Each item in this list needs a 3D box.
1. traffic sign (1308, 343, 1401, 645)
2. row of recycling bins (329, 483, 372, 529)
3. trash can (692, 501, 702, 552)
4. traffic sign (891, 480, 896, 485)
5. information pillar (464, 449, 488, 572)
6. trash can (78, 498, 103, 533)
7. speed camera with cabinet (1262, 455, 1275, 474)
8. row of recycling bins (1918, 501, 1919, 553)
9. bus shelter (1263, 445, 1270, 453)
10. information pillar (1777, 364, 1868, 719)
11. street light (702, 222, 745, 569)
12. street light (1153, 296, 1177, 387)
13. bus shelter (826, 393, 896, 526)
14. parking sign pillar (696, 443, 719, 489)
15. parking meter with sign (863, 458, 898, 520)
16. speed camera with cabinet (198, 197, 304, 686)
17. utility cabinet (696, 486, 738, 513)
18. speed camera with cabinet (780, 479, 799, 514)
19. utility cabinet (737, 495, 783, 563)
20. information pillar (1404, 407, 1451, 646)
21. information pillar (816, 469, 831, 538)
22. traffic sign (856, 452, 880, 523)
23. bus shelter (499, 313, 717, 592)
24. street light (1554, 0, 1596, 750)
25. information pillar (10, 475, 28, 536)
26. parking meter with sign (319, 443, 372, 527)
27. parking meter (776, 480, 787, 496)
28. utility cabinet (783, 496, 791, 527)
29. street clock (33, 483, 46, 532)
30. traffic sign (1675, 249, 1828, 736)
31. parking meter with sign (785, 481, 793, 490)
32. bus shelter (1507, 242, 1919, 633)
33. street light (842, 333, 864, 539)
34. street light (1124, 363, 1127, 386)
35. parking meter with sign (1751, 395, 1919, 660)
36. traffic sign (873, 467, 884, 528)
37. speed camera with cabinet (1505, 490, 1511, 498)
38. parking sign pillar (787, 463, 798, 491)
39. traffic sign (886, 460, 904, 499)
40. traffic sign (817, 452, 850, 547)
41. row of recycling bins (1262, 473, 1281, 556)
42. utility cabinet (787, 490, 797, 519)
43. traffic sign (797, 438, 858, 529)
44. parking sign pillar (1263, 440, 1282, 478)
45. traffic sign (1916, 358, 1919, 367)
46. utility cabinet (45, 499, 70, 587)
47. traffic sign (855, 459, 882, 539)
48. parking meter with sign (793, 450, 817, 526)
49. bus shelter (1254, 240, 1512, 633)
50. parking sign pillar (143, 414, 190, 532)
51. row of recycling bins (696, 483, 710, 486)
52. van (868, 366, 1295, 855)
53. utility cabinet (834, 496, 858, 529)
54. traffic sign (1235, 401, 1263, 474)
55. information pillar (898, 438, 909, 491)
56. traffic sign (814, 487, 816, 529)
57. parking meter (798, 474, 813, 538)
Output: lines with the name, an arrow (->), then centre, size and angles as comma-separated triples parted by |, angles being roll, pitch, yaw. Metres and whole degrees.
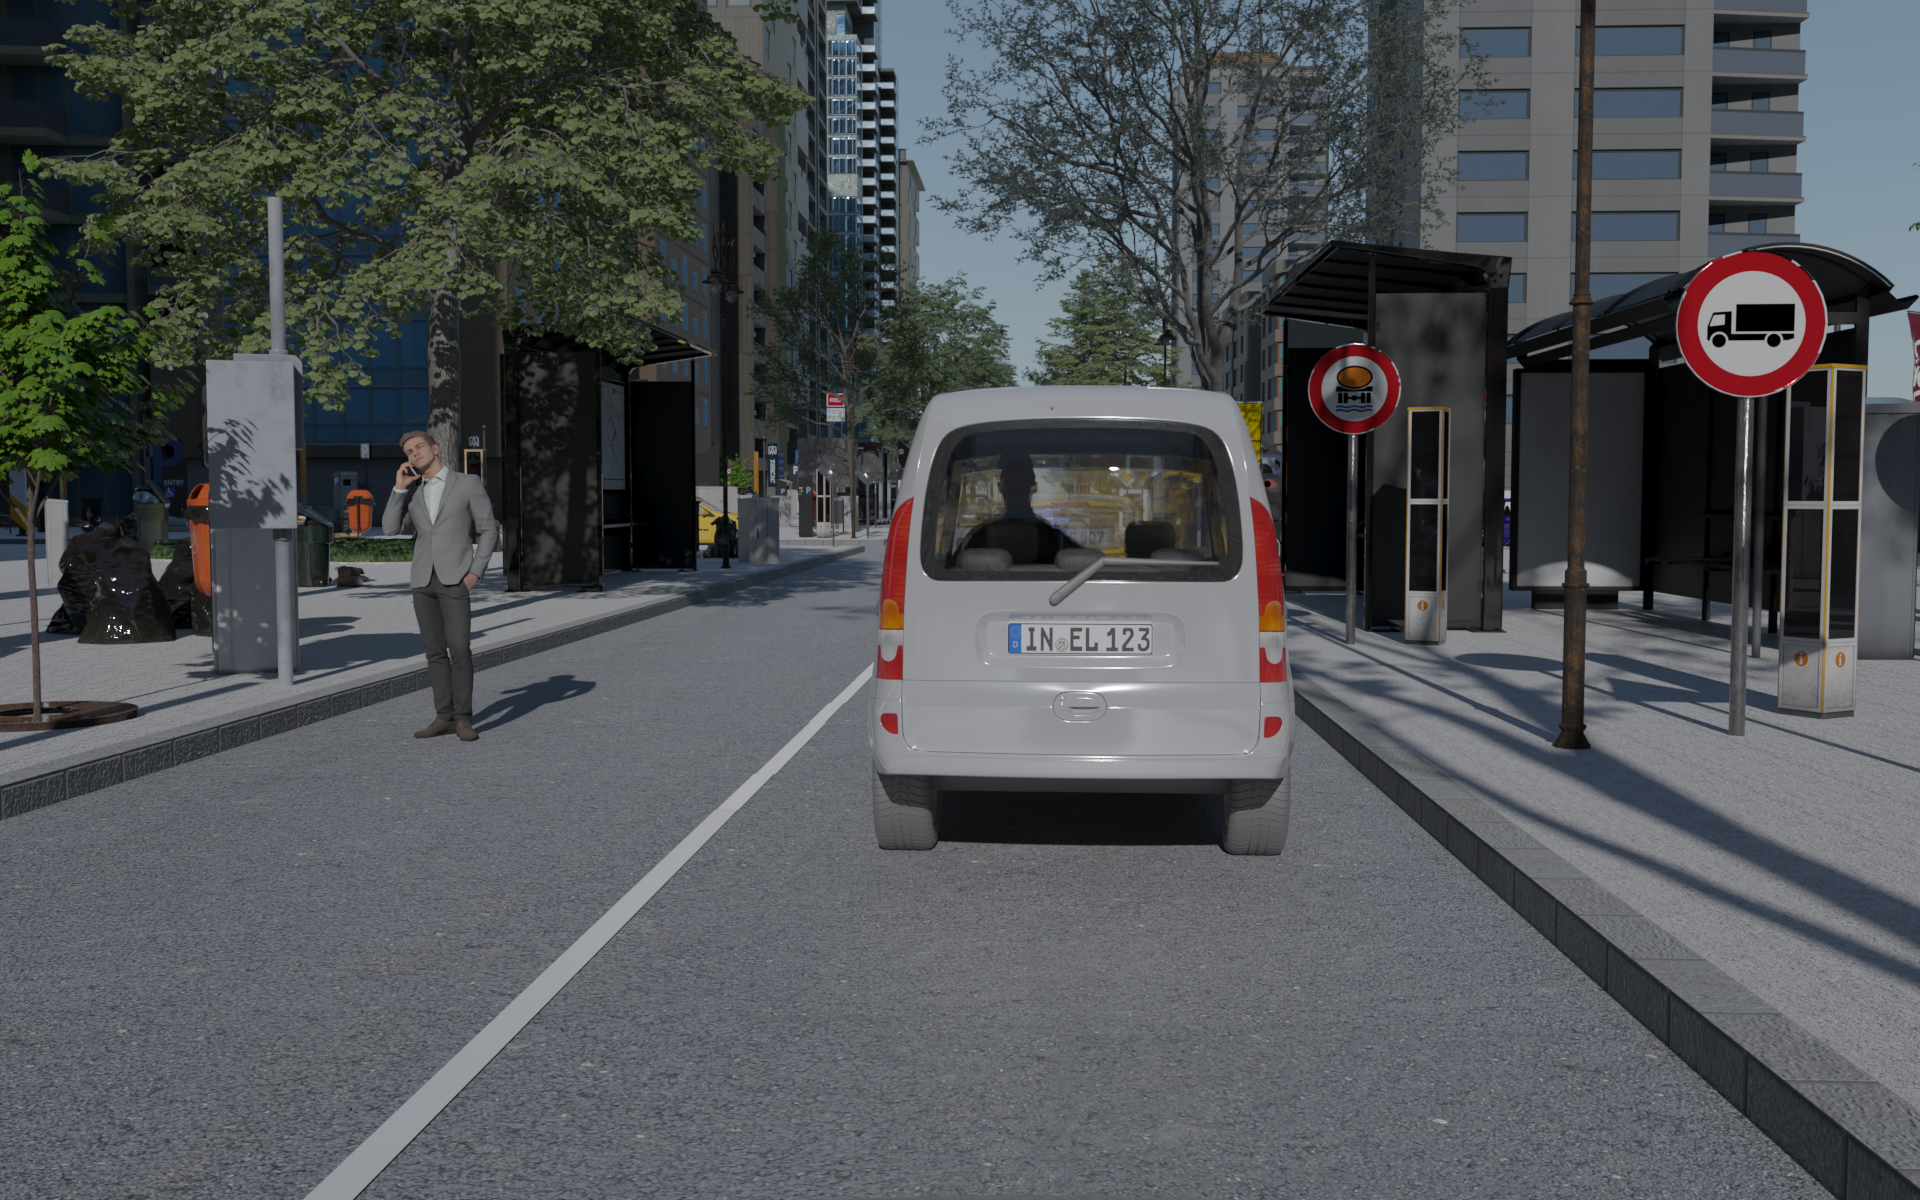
traffic sign -> 3.337, -0.894, 14.726 | 0.768, 2.556, 0.104 | 1, 4, 8
row of recycling bins -> -22.196, -3.419, 63.008 | 1.069, 1.692, 3.534 | 0, 4, -6
trash can -> -5.860, -1.544, 36.904 | 0.748, 1.137, 0.748 | 0, 3, 0
traffic sign -> -2.898, -4.683, 78.694 | 0.606, 2.300, 0.079 | 1, 4, 13
information pillar -> -7.979, -1.472, 28.567 | 0.304, 2.012, 0.304 | 0, 4, -5
trash can -> -28.933, -2.816, 57.691 | 0.748, 1.137, 0.748 | 0, 3, 0
speed camera with cabinet -> 6.428, -2.838, 40.739 | 2.038, 3.252, 0.660 | -2, 4, -28
row of recycling bins -> 22.409, -1.906, 38.274 | 3.534, 1.692, 1.069 | 0, 4, -6
bus shelter -> 10.080, -4.292, 64.090 | 2.014, 3.302, 5.546 | 0, 4, 3
information pillar -> 4.964, -0.336, 9.984 | 0.304, 2.012, 0.304 | -2, 4, -28
street light -> -4.041, -3.483, 29.738 | 0.468, 5.910, 1.993 | 0, 4, 3
street light -> 4.764, -4.130, 40.317 | 0.468, 5.910, 1.993 | 0, 4, 3
bus shelter -> -4.087, -5.735, 71.401 | 2.179, 5.291, 8.768 | 0, 4, 3
parking sign pillar -> -13.266, -6.245, 90.581 | 1.447, 3.967, 1.447 | -2, 4, -28
parking meter with sign -> -3.862, -5.374, 84.118 | 1.738, 3.016, 0.543 | 1, 4, 9
speed camera with cabinet -> -5.005, -1.094, 12.222 | 0.660, 3.252, 2.038 | -1, 4, -22
utility cabinet -> -7.058, -2.545, 50.288 | 1.173, 1.500, 0.318 | -2, 4, -27
speed camera with cabinet -> -10.769, -7.089, 110.245 | 2.038, 3.252, 0.660 | 3, 5, 43
utility cabinet -> -3.776, -1.300, 32.421 | 0.306, 1.237, 1.020 | -3, 5, -40
information pillar -> 3.990, -0.630, 14.785 | 0.304, 2.012, 0.304 | 2, 4, 27
information pillar -> -3.985, -2.821, 50.620 | 0.304, 2.012, 0.304 | 2, 4, 33
traffic sign -> -2.826, -3.236, 53.012 | 0.768, 2.556, 0.104 | 1, 4, 10
bus shelter -> -5.028, -2.103, 25.670 | 1.731, 3.624, 6.357 | 0, 4, 3
street light -> 3.104, -2.191, 8.603 | 0.468, 5.910, 1.993 | 0, 4, 3
information pillar -> -28.484, -3.733, 52.382 | 0.504, 3.616, 0.183 | 0, 4, 1
parking meter with sign -> -20.939, -3.835, 58.957 | 0.543, 3.016, 1.738 | 3, 5, 40
parking meter -> -7.156, -3.905, 69.557 | 0.399, 1.863, 0.255 | -2, 4, -32
utility cabinet -> -6.927, -3.413, 66.966 | 0.306, 1.237, 1.020 | -3, 4, -38
street clock -> -33.059, -3.529, 62.270 | 0.471, 2.002, 0.358 | 1, 4, 13
traffic sign -> 4.133, -0.552, 9.137 | 0.768, 2.556, 0.104 | 0, 4, 5
parking meter with sign -> -10.617, -6.685, 105.555 | 1.738, 3.016, 0.543 | -3, 5, -45
bus shelter -> 6.793, -1.393, 16.707 | 2.014, 3.302, 5.546 | 0, 4, 3
street light -> -3.070, -4.712, 49.823 | 0.468, 5.910, 1.993 | 0, 4, 3
street light -> 5.815, -5.399, 61.055 | 0.468, 5.910, 1.993 | 0, 4, 3
parking meter with sign -> 7.064, -1.053, 13.470 | 1.738, 3.016, 0.543 | 0, 4, 1
traffic sign -> -3.147, -3.822, 64.621 | 0.606, 2.300, 0.079 | 0, 4, 4
speed camera with cabinet -> 23.765, -5.060, 77.062 | 2.038, 3.252, 0.660 | 0, 4, 2
parking sign pillar -> -11.102, -7.920, 117.970 | 1.447, 3.967, 1.447 | -1, 4, -21
traffic sign -> -2.401, -4.048, 66.182 | 0.884, 2.594, 0.081 | 1, 4, 12
traffic sign -> -3.044, -2.325, 41.655 | 0.795, 2.450, 0.064 | 0, 4, 3
row of recycling bins -> 5.551, -1.648, 34.063 | 3.534, 1.692, 1.069 | 0, 4, -1
utility cabinet -> -8.904, -4.929, 89.275 | 1.173, 1.500, 0.318 | 3, 5, 44
traffic sign -> -4.828, -4.234, 63.098 | 2.265, 3.308, 0.079 | 1, 4, 10
parking sign pillar -> 15.519, -5.919, 85.251 | 1.447, 3.967, 1.447 | 0, 4, -1
traffic sign -> 4.429, -0.441, 7.209 | 0.884, 2.594, 0.081 | 1, 4, 9
utility cabinet -> -12.743, -0.814, 24.464 | 0.306, 1.237, 1.020 | -2, 4, -28
traffic sign -> -2.633, -2.813, 49.630 | 0.795, 2.450, 0.064 | 0, 4, 3
parking meter with sign -> -5.969, -4.482, 69.538 | 0.543, 3.016, 1.738 | 1, 4, 22
bus shelter -> 4.450, -1.701, 19.099 | 1.731, 3.624, 6.357 | 0, 4, 3
parking sign pillar -> -27.007, -4.308, 58.909 | 1.447, 3.967, 1.447 | 3, 4, 37
row of recycling bins -> -10.810, -3.468, 63.812 | 3.534, 1.692, 1.069 | 0, 4, 5
van -> 0.579, -0.078, 8.286 | 2.013, 2.044, 4.112 | 0, 4, 4
utility cabinet -> -4.202, -3.217, 63.757 | 1.020, 1.237, 0.306 | 3, 5, 42
traffic sign -> 5.504, -2.706, 38.114 | 2.265, 3.308, 0.079 | 0, 4, 7
information pillar -> -2.368, -4.972, 72.641 | 0.504, 3.616, 0.183 | 1, 4, 21
traffic sign -> -5.373, -3.926, 64.199 | 0.884, 2.594, 0.081 | 1, 4, 8
parking meter -> -4.576, -2.786, 51.260 | 0.399, 1.863, 0.255 | -3, 5, -43
